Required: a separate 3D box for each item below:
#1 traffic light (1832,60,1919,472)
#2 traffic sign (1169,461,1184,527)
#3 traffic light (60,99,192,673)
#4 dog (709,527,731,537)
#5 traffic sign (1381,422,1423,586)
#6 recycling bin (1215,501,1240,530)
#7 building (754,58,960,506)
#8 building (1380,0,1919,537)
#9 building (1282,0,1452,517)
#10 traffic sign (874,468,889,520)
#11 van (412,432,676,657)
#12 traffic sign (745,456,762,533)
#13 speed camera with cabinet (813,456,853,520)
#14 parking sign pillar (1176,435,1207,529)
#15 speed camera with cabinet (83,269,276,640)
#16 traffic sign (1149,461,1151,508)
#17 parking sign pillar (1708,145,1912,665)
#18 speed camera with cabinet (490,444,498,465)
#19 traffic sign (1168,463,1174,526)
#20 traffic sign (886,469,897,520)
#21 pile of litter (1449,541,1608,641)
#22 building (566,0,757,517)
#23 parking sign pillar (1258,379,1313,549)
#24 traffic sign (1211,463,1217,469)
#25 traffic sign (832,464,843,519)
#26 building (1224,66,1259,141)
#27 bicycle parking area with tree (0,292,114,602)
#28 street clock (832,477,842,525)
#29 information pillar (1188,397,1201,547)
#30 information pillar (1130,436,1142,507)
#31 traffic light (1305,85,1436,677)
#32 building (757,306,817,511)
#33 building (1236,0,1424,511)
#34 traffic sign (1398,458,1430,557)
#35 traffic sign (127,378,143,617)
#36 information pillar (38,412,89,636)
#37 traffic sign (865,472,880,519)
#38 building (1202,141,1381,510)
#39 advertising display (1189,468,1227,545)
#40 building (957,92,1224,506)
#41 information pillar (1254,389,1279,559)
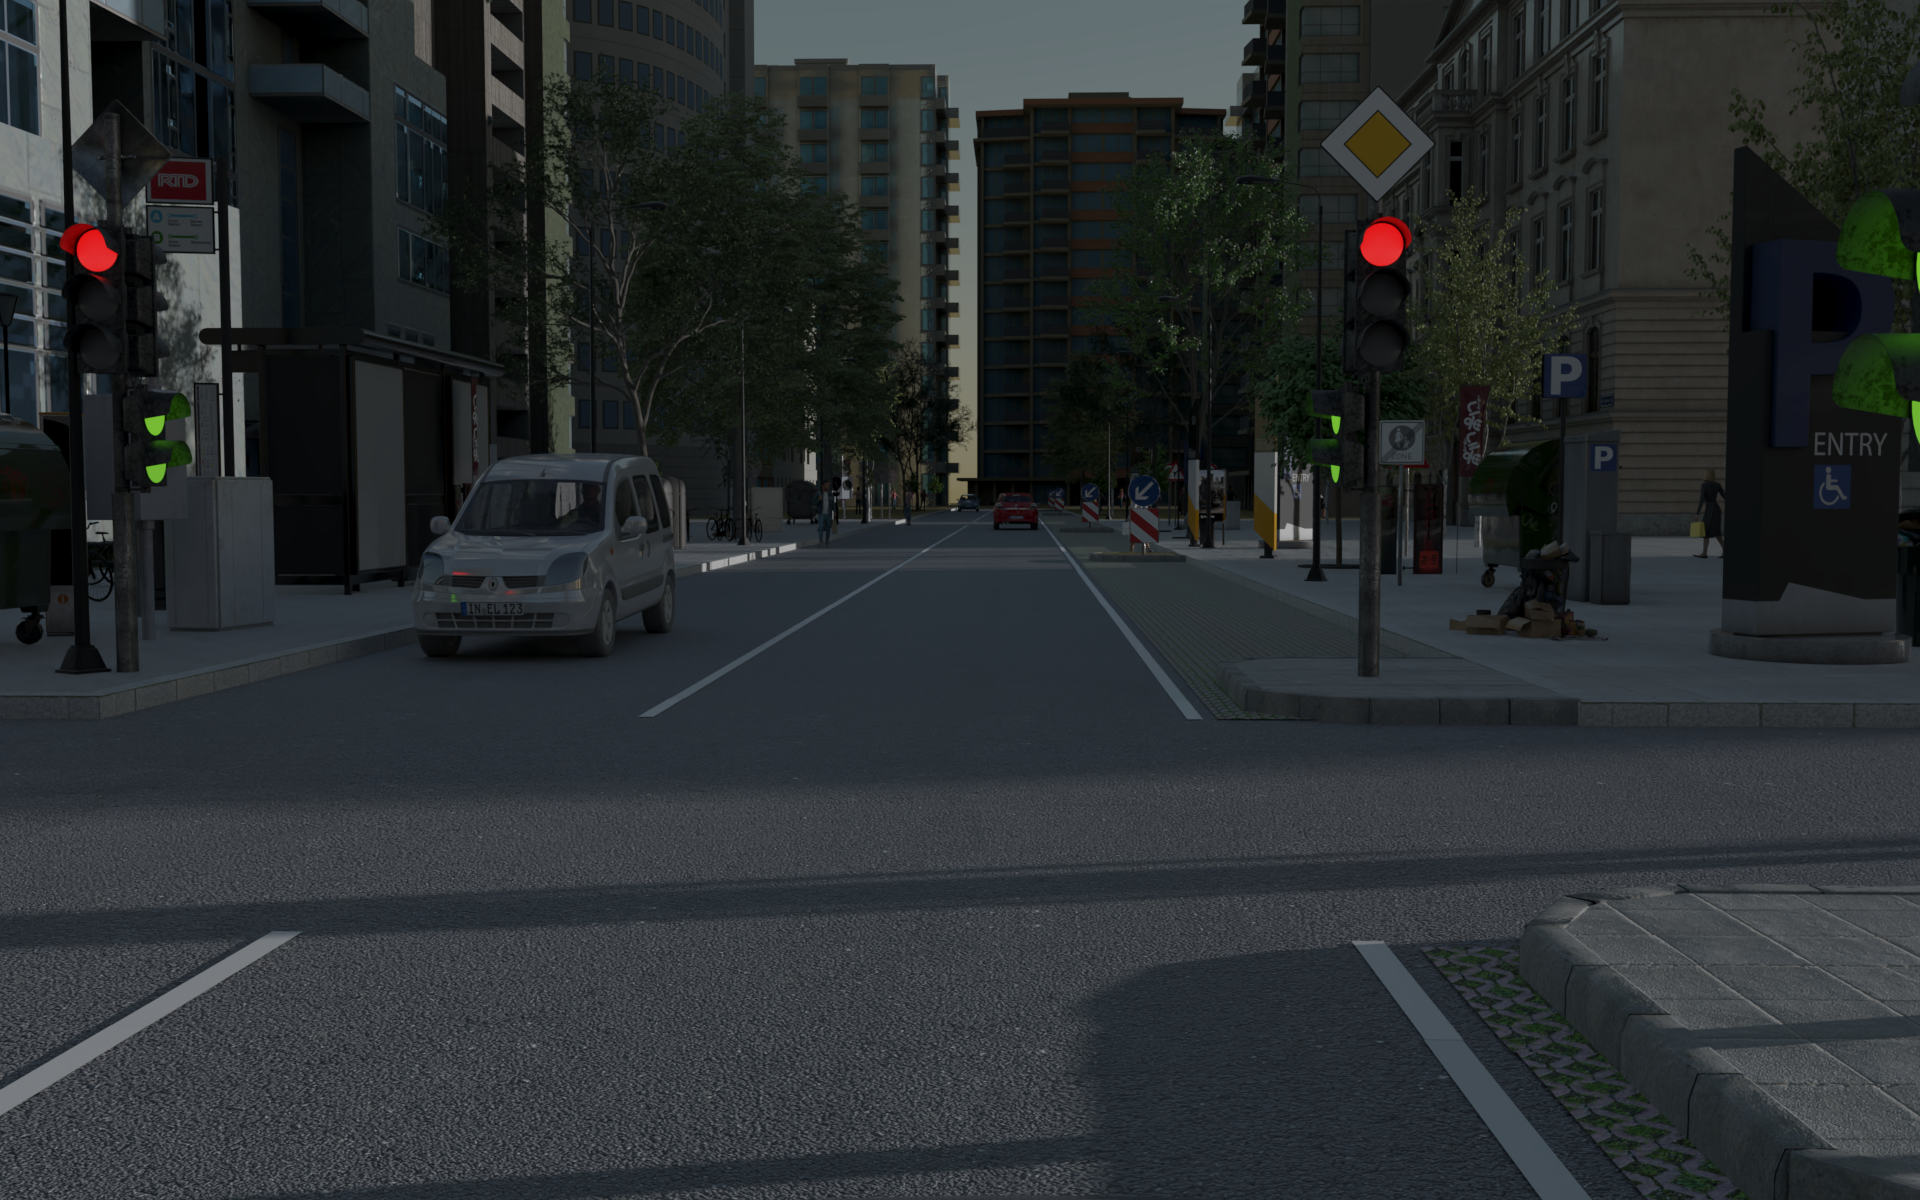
[{"bbox_3d":[2.585,-0.930,4.122,0.839,4.253,0.868,0,4,2],"label":"traffic light"},{"bbox_3d":[8.437,-4.146,67.786,0.884,2.594,0.081,0,4,5],"label":"traffic sign"},{"bbox_3d":[-5.994,-1.436,12.392,0.839,4.253,0.868,0,4,2],"label":"traffic light"},{"bbox_3d":[-7.144,-2.085,51.830,0.748,0.427,0.550,2,4,34],"label":"dog"},{"bbox_3d":[6.144,-1.346,24.141,0.606,2.300,0.079,1,4,11],"label":"traffic sign"},{"bbox_3d":[9.591,-3.042,62.296,0.722,1.027,0.722,-2,4,-33],"label":"recycling bin"},{"bbox_3d":[-15.189,-35.094,193.392,30.456,49.044,23.786,0,4,2],"label":"building"},{"bbox_3d":[25.394,-15.246,68.350,14.460,24.649,34.723,0,4,2],"label":"building"},{"bbox_3d":[25.814,-25.523,100.891,14.154,41.232,14.086,0,4,2],"label":"building"},{"bbox_3d":[-3.856,-5.204,85.187,0.768,2.556,0.104,1,4,9],"label":"traffic sign"},{"bbox_3d":[-3.863,-0.584,16.557,2.013,2.044,4.112,0,4,2],"label":"van"},{"bbox_3d":[-6.847,-3.456,56.604,0.768,2.556,0.104,0,4,8],"label":"traffic sign"},{"bbox_3d":[-6.292,-5.597,85.853,2.038,3.252,0.660,-3,5,-40],"label":"speed camera with cabinet"},{"bbox_3d":[8.719,-4.619,63.997,1.447,3.967,1.447,-1,4,-14],"label":"parking sign pillar"},{"bbox_3d":[-7.178,-1.326,16.011,0.660,3.252,2.038,1,4,10],"label":"speed camera with cabinet"},{"bbox_3d":[7.401,-4.129,67.514,0.884,2.594,0.081,0,4,5],"label":"traffic sign"},{"bbox_3d":[6.713,-1.537,13.599,1.447,3.967,1.447,-1,4,-15],"label":"parking sign pillar"},{"bbox_3d":[-8.164,-2.169,29.806,0.660,3.252,2.038,-2,4,-24],"label":"speed camera with cabinet"},{"bbox_3d":[8.505,-4.293,70.295,0.768,2.556,0.104,0,4,7],"label":"traffic sign"},{"bbox_3d":[-3.536,-5.291,86.609,0.768,2.556,0.104,1,4,10],"label":"traffic sign"},{"bbox_3d":[5.187,-0.116,15.866,1.176,0.858,1.719,0,4,-5],"label":"pile of litter"},{"bbox_3d":[-24.616,-34.212,101.370,21.231,58.520,28.212,0,4,2],"label":"building"},{"bbox_3d":[7.814,-3.213,41.005,1.447,3.967,1.447,-3,5,-43],"label":"parking sign pillar"},{"bbox_3d":[10.062,-4.284,70.154,0.768,2.556,0.104,1,4,9],"label":"traffic sign"},{"bbox_3d":[-5.421,-4.549,74.490,0.768,2.556,0.104,1,4,9],"label":"traffic sign"},{"bbox_3d":[44.416,-34.977,191.482,30.456,49.044,23.786,0,4,2],"label":"building"},{"bbox_3d":[-13.868,-2.153,22.202,9.016,4.147,8.231,1,4,16],"label":"bicycle parking area with tree"},{"bbox_3d":[-5.164,-4.142,72.288,0.471,2.002,0.358,0,4,2],"label":"street clock"},{"bbox_3d":[5.693,-3.107,42.154,0.183,3.616,0.504,-1,4,-15],"label":"information pillar"},{"bbox_3d":[7.073,-4.776,69.439,0.504,3.616,0.183,0,4,3],"label":"information pillar"},{"bbox_3d":[2.862,-1.418,12.102,0.839,4.253,0.868,0,4,2],"label":"traffic light"},{"bbox_3d":[-27.648,-18.057,140.277,28.899,21.520,27.650,0,4,2],"label":"building"},{"bbox_3d":[31.565,-28.588,122.033,22.147,44.769,28.867,0,4,2],"label":"building"},{"bbox_3d":[9.136,-2.165,35.409,0.884,2.594,0.081,0,4,7],"label":"traffic sign"},{"bbox_3d":[-8.580,-1.101,18.011,0.884,2.594,0.081,1,4,11],"label":"traffic sign"},{"bbox_3d":[-8.119,-0.686,15.708,0.304,2.012,0.304,-1,4,-14],"label":"information pillar"},{"bbox_3d":[-4.494,-5.350,87.482,0.884,2.594,0.081,0,4,5],"label":"traffic sign"},{"bbox_3d":[27.066,-22.803,144.525,14.160,30.474,14.107,0,4,2],"label":"building"},{"bbox_3d":[6.250,-2.357,43.754,0.974,1.923,0.123,2,4,25],"label":"advertising display"},{"bbox_3d":[14.431,-32.854,191.792,28.867,44.769,22.147,0,4,2],"label":"building"},{"bbox_3d":[6.094,-2.635,34.443,0.504,3.616,0.183,3,5,40],"label":"information pillar"}]
